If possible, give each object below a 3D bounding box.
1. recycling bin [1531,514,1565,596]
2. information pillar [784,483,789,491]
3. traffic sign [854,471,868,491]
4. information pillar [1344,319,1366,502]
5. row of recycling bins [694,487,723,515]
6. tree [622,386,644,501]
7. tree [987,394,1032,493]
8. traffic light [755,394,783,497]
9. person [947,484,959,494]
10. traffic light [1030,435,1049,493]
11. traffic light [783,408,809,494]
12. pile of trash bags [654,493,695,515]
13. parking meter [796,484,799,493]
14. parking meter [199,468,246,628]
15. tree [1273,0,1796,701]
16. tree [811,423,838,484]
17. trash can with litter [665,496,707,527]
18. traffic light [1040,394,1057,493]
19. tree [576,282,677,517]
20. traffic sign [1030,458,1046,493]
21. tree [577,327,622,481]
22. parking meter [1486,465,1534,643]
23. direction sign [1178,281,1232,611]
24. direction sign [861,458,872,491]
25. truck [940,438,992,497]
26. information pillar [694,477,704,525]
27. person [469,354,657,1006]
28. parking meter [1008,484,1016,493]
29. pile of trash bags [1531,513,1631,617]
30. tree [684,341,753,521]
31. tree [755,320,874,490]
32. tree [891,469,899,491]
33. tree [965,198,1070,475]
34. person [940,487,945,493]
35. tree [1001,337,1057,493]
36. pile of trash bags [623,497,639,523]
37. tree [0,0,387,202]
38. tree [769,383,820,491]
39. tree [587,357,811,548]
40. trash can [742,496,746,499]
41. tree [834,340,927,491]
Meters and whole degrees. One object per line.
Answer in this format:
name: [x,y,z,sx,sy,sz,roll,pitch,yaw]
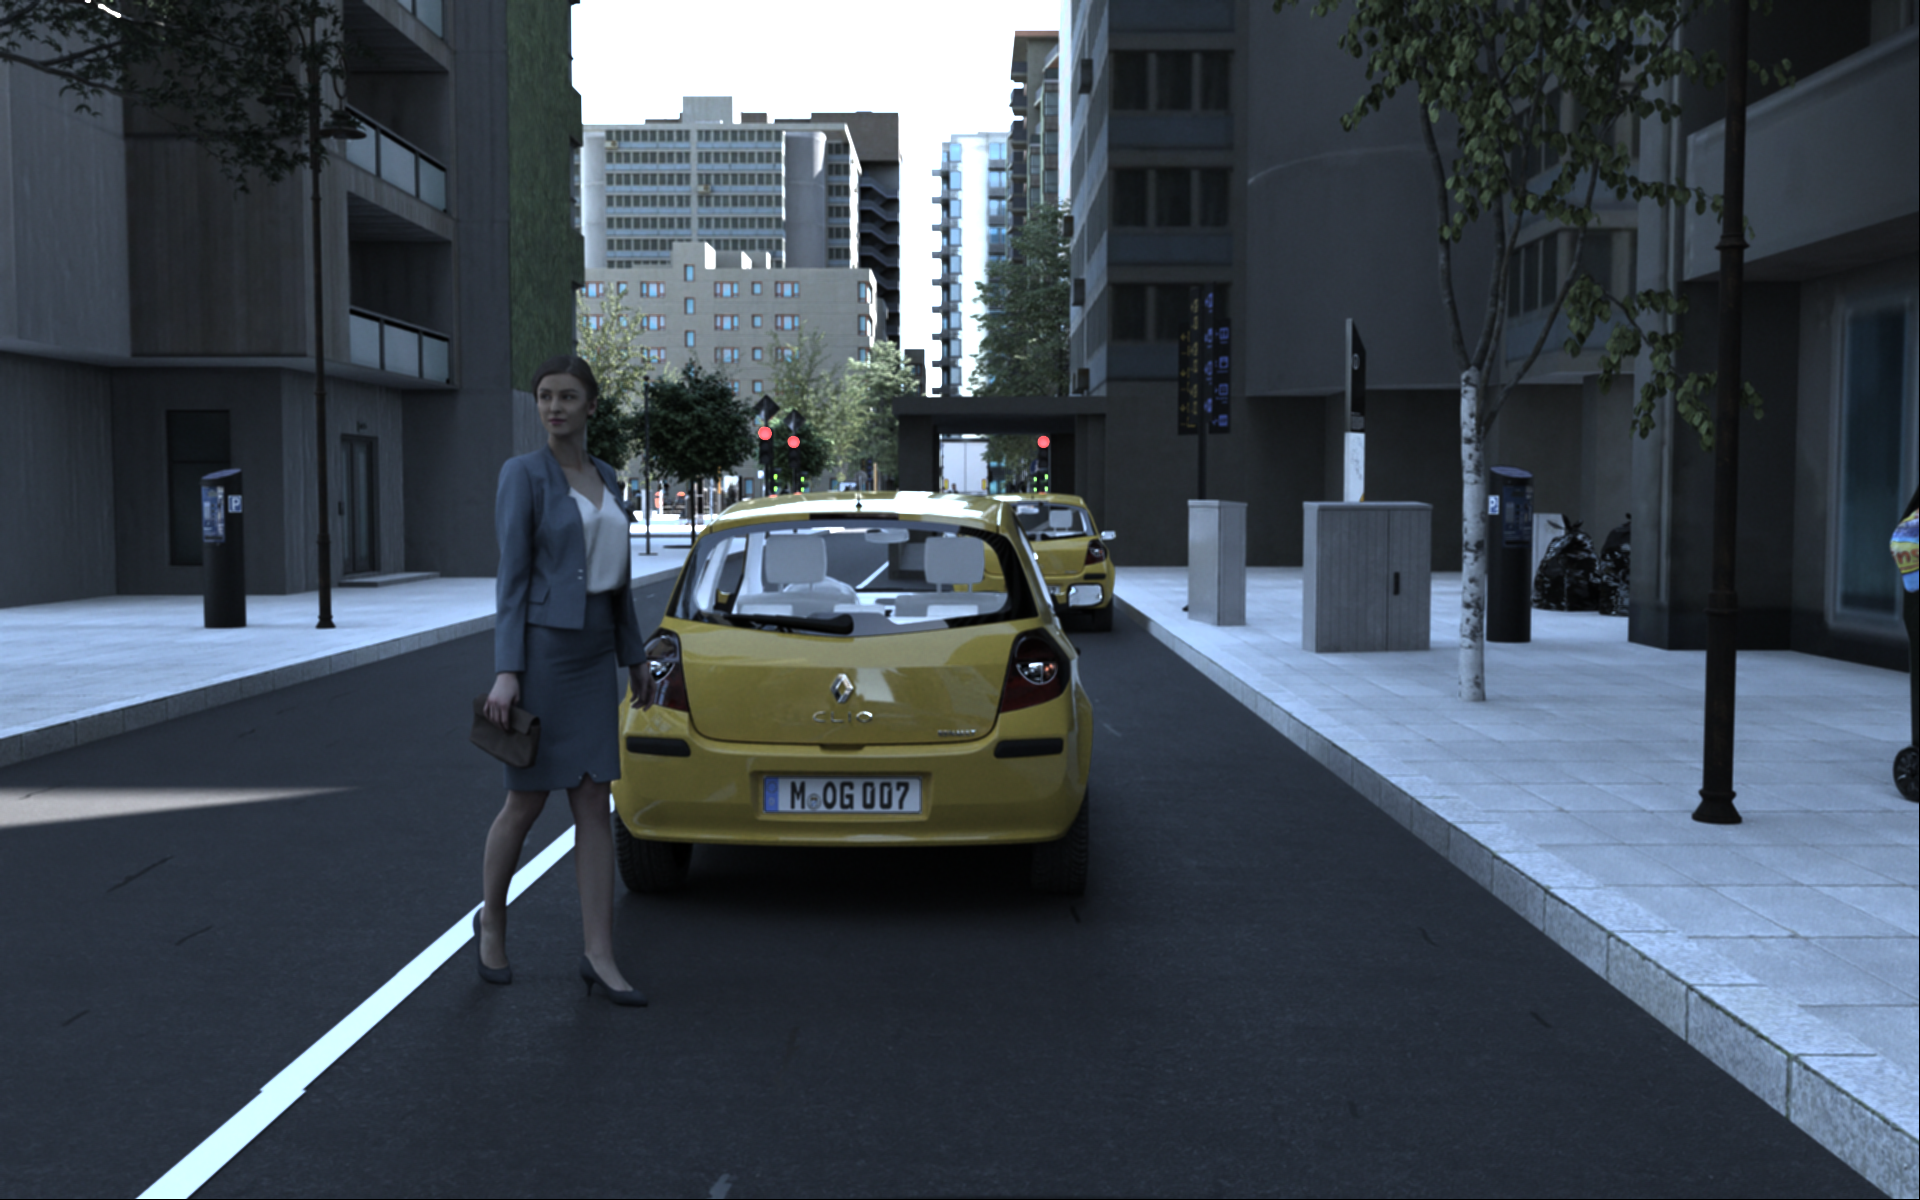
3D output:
recycling bin: [7.269,-0.590,22.199,0.722,1.027,0.722,0,4,-1]
information pillar: [-8.631,-4.954,85.484,0.304,2.012,0.304,-1,4,-15]
traffic sign: [-5.369,-5.727,93.736,0.768,2.556,0.104,0,4,6]
information pillar: [5.327,-1.961,23.414,0.183,3.616,0.504,3,4,36]
row of recycling bins: [-15.170,-6.126,107.269,1.069,1.692,3.534,2,4,27]
tree: [-22.781,-10.212,117.333,4.360,8.622,3.978,0,3,0]
tree: [3.648,-9.752,109.814,4.737,8.622,4.395,0,3,0]
traffic light: [-5.439,-3.665,48.841,0.839,4.253,0.868,0,4,0]
person: [-0.329,-4.316,78.422,0.648,1.900,0.474,-3,5,-40]
traffic light: [2.707,-4.152,56.807,0.839,4.253,0.868,0,4,0]
traffic light: [-5.404,-4.153,56.826,0.839,4.253,0.868,0,4,0]
pile of trash bags: [-17.796,-5.890,106.051,1.912,1.369,3.447,1,4,16]
parking meter: [-6.702,-3.963,70.506,0.255,1.863,0.399,1,4,14]
parking meter: [-7.089,-0.505,16.669,0.372,1.533,0.369,0,3,0]
tree: [3.208,-3.665,10.292,4.737,8.622,4.395,0,3,0]
tree: [-6.244,-4.885,63.585,4.285,4.588,4.351,0,3,0]
trash can with litter: [-10.954,-3.556,69.200,1.678,1.210,2.233,-1,4,-9]
traffic light: [2.673,-3.664,48.822,0.839,4.253,0.868,0,4,0]
tree: [-12.404,-6.669,59.398,4.737,8.622,4.395,0,3,0]
traffic sign: [2.843,-3.744,61.328,0.768,2.556,0.104,0,4,4]
tree: [-16.125,-7.407,71.471,4.360,8.622,3.978,0,3,0]
parking meter: [4.782,-0.407,15.064,0.372,1.533,0.369,0,3,0]
direction sign: [2.638,-1.648,18.935,0.379,3.537,0.876,-1,4,-9]
direction sign: [-5.959,-7.221,110.054,0.876,3.537,0.379,-3,5,-42]
truck: [0.322,-6.280,91.588,2.839,4.237,11.283,0,4,1]
information pillar: [-10.675,-4.074,71.102,0.304,2.012,0.304,-1,4,-12]
person: [-1.152,0.217,4.973,0.581,1.822,0.654,-3,5,-41]
parking meter: [2.932,-5.649,98.066,0.399,1.863,0.255,-3,4,-39]
pile of trash bags: [8.214,-0.571,19.088,3.447,1.369,1.912,-1,4,-9]
tree: [-12.020,-8.146,83.553,4.360,8.622,3.978,0,3,0]
tree: [-6.923,-7.572,74.167,4.737,8.622,4.395,0,3,0]
tree: [-6.054,-12.550,188.897,4.285,4.588,4.351,0,3,0]
tree: [4.031,-9.097,66.865,7.486,12.596,7.792,0,3,0]
person: [-0.931,-4.610,84.218,0.599,1.781,0.374,0,4,6]
tree: [3.516,-7.915,79.777,4.360,8.622,3.978,0,3,0]
pile of trash bags: [-16.032,-4.174,77.992,3.447,1.369,1.912,3,5,44]
tree: [-6.805,-4.597,9.570,7.601,10.594,8.767,-1,4,-9]
tree: [-10.757,-9.952,113.076,4.360,8.622,3.978,0,3,0]
tree: [-6.473,-3.546,41.685,4.285,4.588,4.351,0,3,0]
trash can: [-15.881,-6.971,125.635,0.748,1.137,0.748,0,3,0]
tree: [-5.568,-12.810,127.569,7.486,12.596,7.792,0,3,0]
